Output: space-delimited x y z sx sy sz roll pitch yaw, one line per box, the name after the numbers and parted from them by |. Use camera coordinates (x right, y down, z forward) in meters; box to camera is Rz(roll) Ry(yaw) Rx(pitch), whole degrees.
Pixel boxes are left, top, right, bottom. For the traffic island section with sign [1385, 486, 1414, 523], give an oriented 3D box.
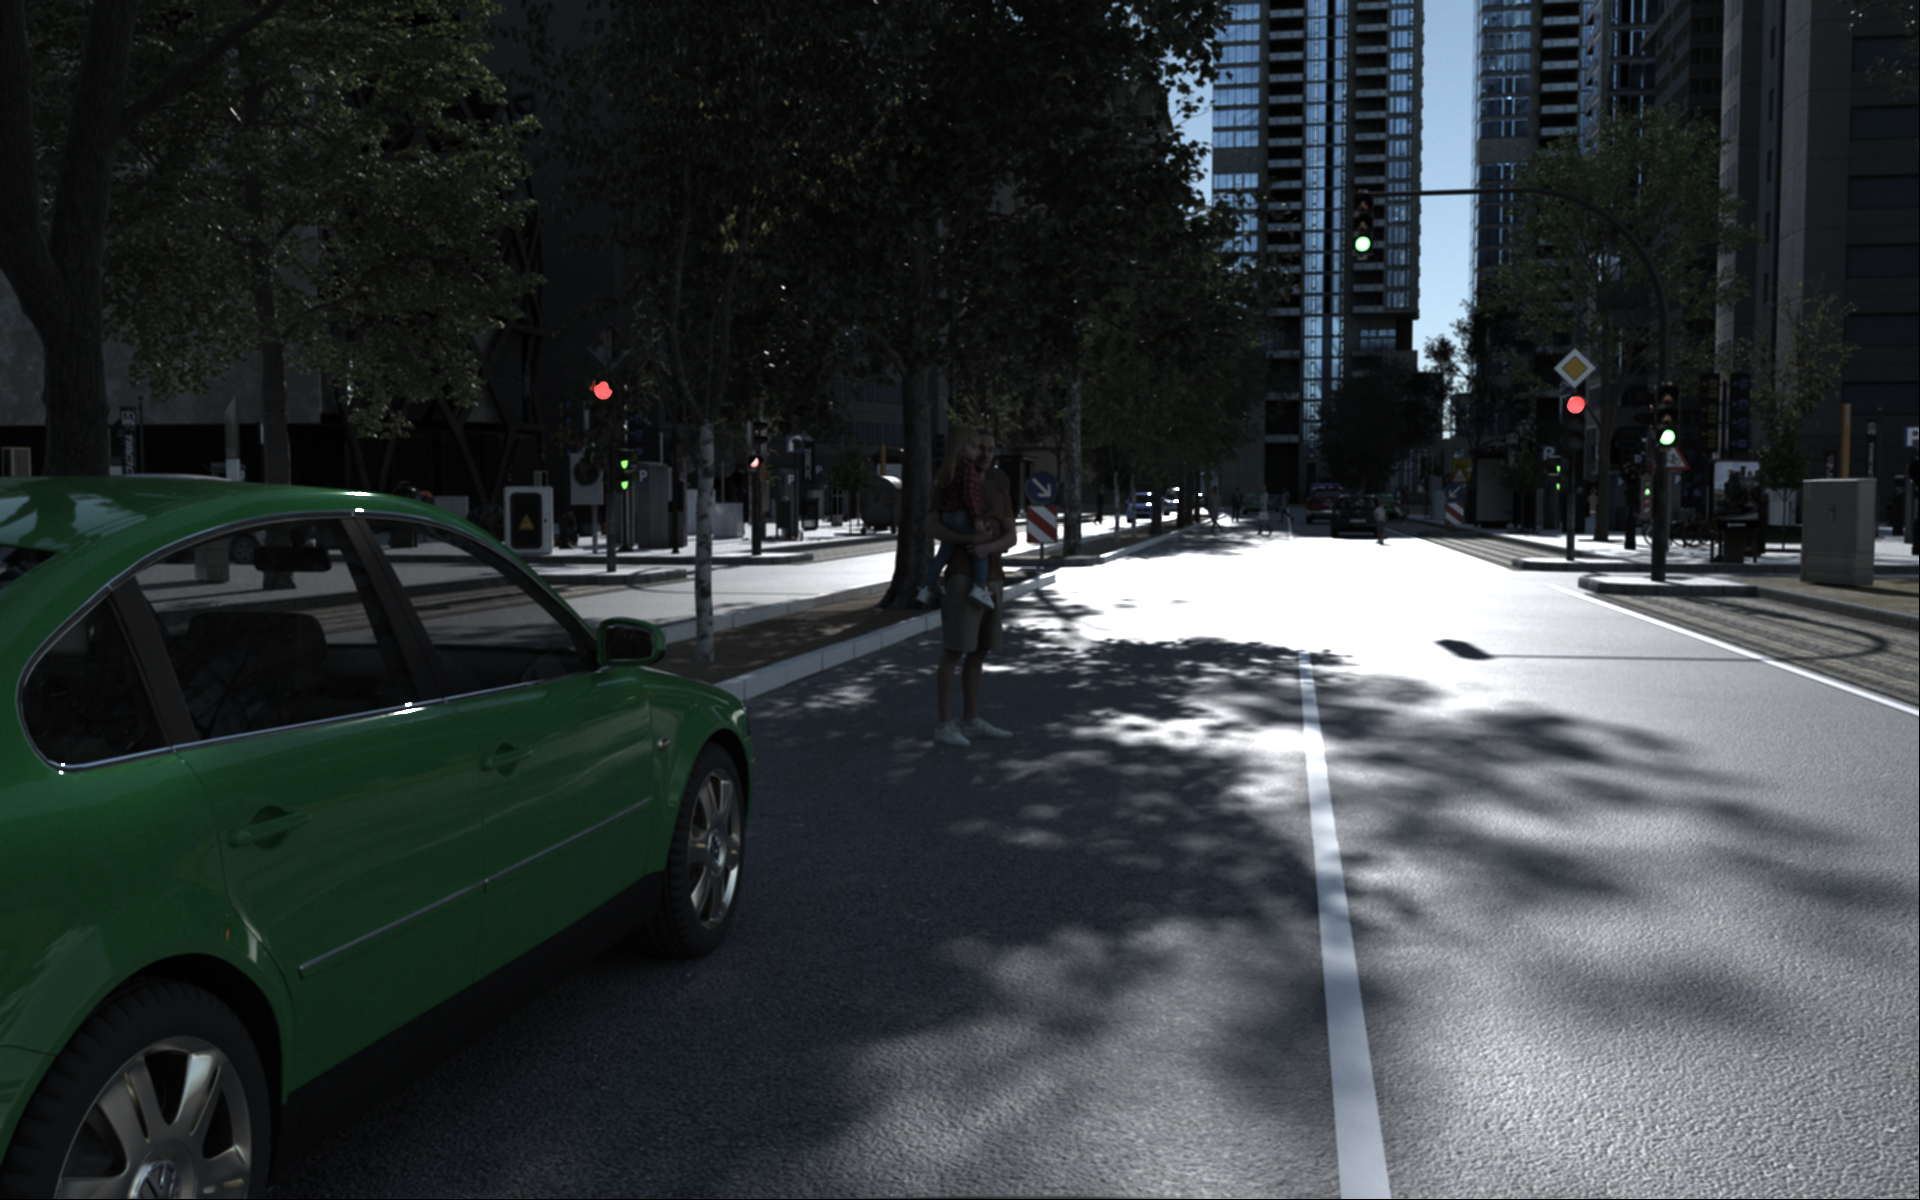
21.651 -4.710 85.637 1.989 1.847 2.006 1 4 11 | traffic island section with sign

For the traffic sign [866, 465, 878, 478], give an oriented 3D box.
-3.925 -4.562 74.699 0.768 2.556 0.104 1 4 14 | traffic sign

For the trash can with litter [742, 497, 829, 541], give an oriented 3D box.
-5.059 -2.243 47.738 2.233 1.210 1.678 3 5 42 | trash can with litter

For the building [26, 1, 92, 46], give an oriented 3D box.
-53.775 -16.155 68.653 34.151 26.468 19.350 1 4 11 | building

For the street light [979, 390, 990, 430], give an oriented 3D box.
1.127 -6.289 75.611 0.468 5.910 1.993 1 4 11 | street light

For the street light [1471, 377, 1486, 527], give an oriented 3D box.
20.371 -5.834 68.173 0.468 5.910 1.993 1 4 11 | street light

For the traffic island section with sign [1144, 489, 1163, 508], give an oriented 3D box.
14.867 -7.816 136.424 1.989 1.847 2.006 1 4 11 | traffic island section with sign

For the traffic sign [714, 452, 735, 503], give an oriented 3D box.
-7.125 -3.179 52.077 0.768 2.556 0.104 1 4 18 | traffic sign

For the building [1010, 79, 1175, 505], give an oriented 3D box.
14.832 -38.705 222.063 27.495 52.752 28.713 1 4 11 | building

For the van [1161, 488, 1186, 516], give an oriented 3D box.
14.530 -6.666 116.007 2.013 2.044 4.112 1 4 11 | van

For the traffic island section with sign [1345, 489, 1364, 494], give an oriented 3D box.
30.663 -7.634 133.450 1.989 1.847 2.006 1 4 11 | traffic island section with sign

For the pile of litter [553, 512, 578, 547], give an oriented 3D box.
-10.007 -1.776 43.003 1.176 0.858 1.719 0 4 4 | pile of litter

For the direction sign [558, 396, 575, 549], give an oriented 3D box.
-9.224 -2.967 40.507 0.379 3.537 0.876 -2 4 -31 | direction sign

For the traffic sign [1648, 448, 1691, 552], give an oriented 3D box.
15.759 -2.355 38.507 0.884 2.594 0.081 1 4 15 | traffic sign

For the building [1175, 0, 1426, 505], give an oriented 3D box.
42.980 -55.034 212.476 31.000 86.520 22.319 1 4 11 | building

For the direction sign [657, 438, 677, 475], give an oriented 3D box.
-11.781 -4.756 69.759 0.876 3.537 0.379 1 4 20 | direction sign

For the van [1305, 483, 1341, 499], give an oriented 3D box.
21.253 -5.900 100.845 2.240 2.365 5.245 1 4 11 | van

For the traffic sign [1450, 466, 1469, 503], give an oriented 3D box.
23.380 -4.961 81.120 0.884 2.594 0.081 1 4 11 | traffic sign

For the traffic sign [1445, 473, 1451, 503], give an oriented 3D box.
29.684 -6.406 104.838 0.768 2.556 0.104 1 4 13 | traffic sign

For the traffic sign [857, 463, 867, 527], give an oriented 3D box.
-4.023 -4.178 68.414 0.768 2.556 0.104 1 4 17 | traffic sign

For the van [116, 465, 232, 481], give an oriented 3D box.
-15.149 -1.713 35.015 4.112 2.044 2.013 1 4 12 | van

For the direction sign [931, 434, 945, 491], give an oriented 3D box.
-0.998 -4.521 65.917 0.876 3.537 0.379 1 4 19 | direction sign

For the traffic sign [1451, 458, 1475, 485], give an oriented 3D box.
28.947 -6.365 97.946 2.265 3.308 0.079 1 4 13 | traffic sign

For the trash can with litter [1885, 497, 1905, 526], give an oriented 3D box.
37.584 -3.538 69.237 1.055 1.170 0.624 2 4 28 | trash can with litter

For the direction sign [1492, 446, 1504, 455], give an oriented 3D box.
25.259 -5.473 81.486 0.876 3.537 0.379 -2 4 -31 | direction sign

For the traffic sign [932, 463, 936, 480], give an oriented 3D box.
-1.290 -4.217 69.050 0.768 2.556 0.104 1 4 13 | traffic sign

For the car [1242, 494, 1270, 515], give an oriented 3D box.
20.739 -6.878 121.258 1.959 1.807 4.718 1 4 11 | car

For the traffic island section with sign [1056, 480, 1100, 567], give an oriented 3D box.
1.747 -1.643 34.994 2.006 1.907 1.989 1 4 11 | traffic island section with sign

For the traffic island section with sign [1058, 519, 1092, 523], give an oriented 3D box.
5.634 -4.823 87.480 1.989 1.847 2.006 1 4 11 | traffic island section with sign

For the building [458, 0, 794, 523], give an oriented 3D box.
-18.192 -17.996 87.734 14.314 27.812 24.014 1 4 11 | building

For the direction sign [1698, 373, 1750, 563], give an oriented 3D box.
14.315 -2.478 32.510 0.876 3.537 0.379 1 4 10 | direction sign

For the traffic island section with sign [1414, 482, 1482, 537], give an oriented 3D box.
16.610 -3.070 58.829 1.989 1.847 2.006 1 4 11 | traffic island section with sign

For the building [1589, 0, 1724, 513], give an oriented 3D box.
61.862 -26.153 119.483 32.217 40.220 23.993 1 4 11 | building

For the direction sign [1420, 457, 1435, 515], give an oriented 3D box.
28.557 -6.961 105.807 0.876 3.537 0.379 0 4 1 | direction sign

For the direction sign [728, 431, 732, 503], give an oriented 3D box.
-8.050 -4.206 60.757 0.379 3.537 0.876 0 4 0 | direction sign

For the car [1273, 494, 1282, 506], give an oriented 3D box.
32.480 -10.182 178.276 2.131 1.459 4.920 1 4 12 | car

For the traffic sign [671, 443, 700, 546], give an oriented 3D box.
-6.761 -2.600 42.618 0.768 2.556 0.104 1 4 13 | traffic sign

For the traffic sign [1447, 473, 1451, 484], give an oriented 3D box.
28.593 -6.129 100.309 0.768 2.556 0.104 1 4 18 | traffic sign

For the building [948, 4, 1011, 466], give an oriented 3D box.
-7.186 -33.131 165.400 21.600 48.544 21.300 1 4 11 | building

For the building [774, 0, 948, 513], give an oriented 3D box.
-13.887 -35.841 127.999 21.231 58.520 28.212 1 4 11 | building

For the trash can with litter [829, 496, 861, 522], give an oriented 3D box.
-5.691 -4.218 80.026 1.678 1.210 2.233 -3 4 -38 | trash can with litter

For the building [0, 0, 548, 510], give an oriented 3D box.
-23.991 -11.902 62.045 16.820 18.784 16.811 1 4 11 | building

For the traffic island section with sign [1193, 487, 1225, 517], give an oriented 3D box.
15.649 -6.159 108.840 2.006 1.907 1.989 1 4 11 | traffic island section with sign

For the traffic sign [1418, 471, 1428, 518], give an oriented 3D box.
25.357 -5.769 94.335 0.884 2.594 0.081 1 4 11 | traffic sign

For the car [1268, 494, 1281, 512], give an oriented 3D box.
24.712 -7.761 138.890 2.014 1.417 4.499 1 4 9 | car

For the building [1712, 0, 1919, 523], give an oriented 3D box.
50.203 -33.353 87.318 21.231 58.520 28.212 1 4 11 | building

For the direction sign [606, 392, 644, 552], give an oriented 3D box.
-7.463 -2.843 38.481 0.876 3.537 0.379 -1 4 -13 | direction sign

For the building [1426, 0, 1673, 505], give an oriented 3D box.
73.360 -54.656 206.301 31.000 86.520 22.319 1 4 11 | building

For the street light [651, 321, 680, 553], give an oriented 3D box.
-6.156 -3.947 37.315 0.468 5.910 1.993 1 4 11 | street light

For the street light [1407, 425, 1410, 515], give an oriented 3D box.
27.579 -8.177 106.483 0.468 5.910 1.993 1 4 11 | street light

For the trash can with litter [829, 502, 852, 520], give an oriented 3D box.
-5.900 -4.535 85.529 1.055 1.170 0.624 -3 4 -37 | trash can with litter

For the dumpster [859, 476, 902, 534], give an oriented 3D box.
-2.504 -3.093 56.335 1.264 1.857 1.865 1 4 11 | dumpster

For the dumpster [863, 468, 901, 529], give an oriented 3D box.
-2.818 -3.816 64.889 1.502 2.255 1.985 1 4 11 | dumpster

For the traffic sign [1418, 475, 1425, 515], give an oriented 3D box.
28.635 -6.533 106.926 0.768 2.556 0.104 1 4 14 | traffic sign

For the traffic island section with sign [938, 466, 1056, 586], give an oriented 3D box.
0.366 -1.198 27.716 2.006 1.907 1.989 1 4 11 | traffic island section with sign
